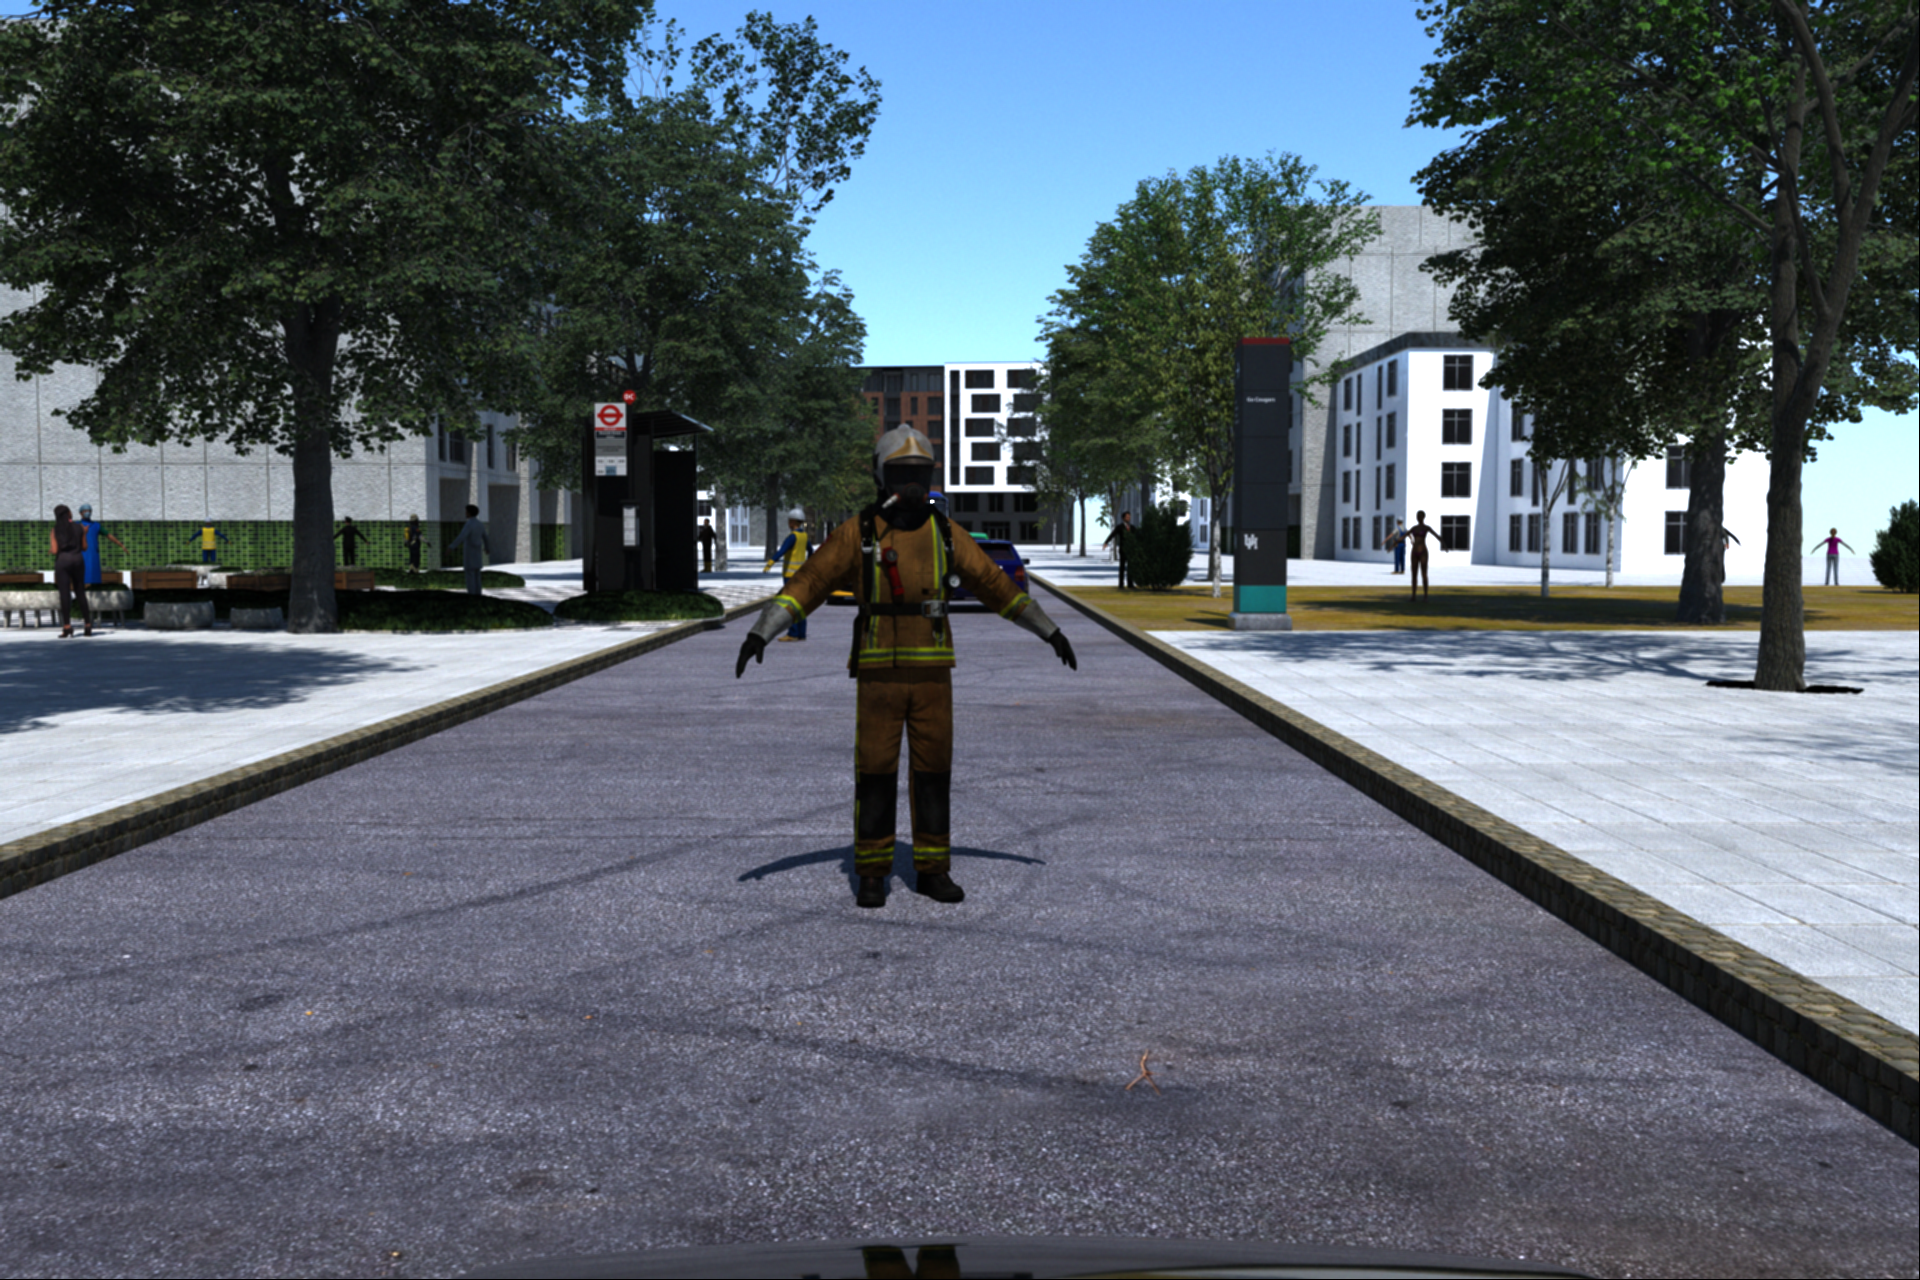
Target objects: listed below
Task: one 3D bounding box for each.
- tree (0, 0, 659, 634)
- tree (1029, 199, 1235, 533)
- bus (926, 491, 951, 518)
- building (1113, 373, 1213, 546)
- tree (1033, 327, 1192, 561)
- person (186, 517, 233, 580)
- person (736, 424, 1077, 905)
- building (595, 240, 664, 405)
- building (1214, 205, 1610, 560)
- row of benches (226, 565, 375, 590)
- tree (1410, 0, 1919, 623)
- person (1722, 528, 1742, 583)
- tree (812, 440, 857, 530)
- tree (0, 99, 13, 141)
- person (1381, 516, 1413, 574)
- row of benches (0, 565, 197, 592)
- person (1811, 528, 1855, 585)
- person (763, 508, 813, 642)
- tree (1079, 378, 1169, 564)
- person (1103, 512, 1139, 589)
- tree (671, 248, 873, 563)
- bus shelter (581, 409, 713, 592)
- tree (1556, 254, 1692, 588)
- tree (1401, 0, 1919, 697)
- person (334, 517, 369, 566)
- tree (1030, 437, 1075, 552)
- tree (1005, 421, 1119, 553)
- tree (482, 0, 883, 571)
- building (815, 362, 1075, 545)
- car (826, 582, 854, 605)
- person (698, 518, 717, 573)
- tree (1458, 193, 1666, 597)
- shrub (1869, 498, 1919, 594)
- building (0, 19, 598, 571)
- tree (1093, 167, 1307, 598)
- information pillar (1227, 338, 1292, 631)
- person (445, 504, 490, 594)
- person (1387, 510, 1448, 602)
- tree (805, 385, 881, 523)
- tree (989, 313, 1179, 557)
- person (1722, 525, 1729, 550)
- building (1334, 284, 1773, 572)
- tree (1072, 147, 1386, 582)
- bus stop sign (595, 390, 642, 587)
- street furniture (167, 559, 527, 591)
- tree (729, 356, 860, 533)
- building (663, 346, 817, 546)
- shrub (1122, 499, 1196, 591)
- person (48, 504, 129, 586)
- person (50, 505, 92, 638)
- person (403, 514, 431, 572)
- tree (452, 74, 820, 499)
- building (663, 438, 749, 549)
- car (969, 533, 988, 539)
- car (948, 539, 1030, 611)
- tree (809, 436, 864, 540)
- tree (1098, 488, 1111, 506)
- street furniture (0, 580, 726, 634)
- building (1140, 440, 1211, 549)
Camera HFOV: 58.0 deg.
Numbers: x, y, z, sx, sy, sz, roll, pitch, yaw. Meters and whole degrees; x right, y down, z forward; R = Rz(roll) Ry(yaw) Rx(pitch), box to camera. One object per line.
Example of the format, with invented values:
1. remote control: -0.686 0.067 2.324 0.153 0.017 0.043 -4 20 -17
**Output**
1. tree: -8.551 -7.069 22.231 9.857 13.997 8.962 0 3 0
2. tree: 5.968 -8.645 59.476 7.486 12.596 7.792 0 3 0
3. bus: -1.914 -6.838 103.356 2.896 3.916 12.251 0 4 0
4. building: 25.998 -19.436 184.241 16.747 18.905 31.486 0 4 0
5. tree: 7.469 -9.577 82.337 9.928 11.665 9.643 0 3 0
6. person: -21.212 -2.597 48.932 1.216 1.772 0.721 -1 4 -21
7. person: -0.212 0.091 6.744 1.354 1.858 0.705 -1 4 -16
8. building: -28.177 -16.505 100.782 19.493 23.208 18.063 0 3 0
9. building: 25.518 -14.400 101.898 16.747 18.905 31.486 0 3 0
10. row of benches: -12.419 -1.071 32.969 1.422 0.672 4.104 1 4 12
11. tree: 10.839 -7.242 25.064 9.857 13.997 8.962 0 3 0
12. person: 19.966 -2.382 45.670 1.216 1.740 0.721 1 4 15
13. tree: -8.562 -10.458 121.357 4.360 8.622 3.978 0 3 0
14. tree: -9.011 -6.263 9.060 9.857 13.997 8.962 0 3 0
15. person: 14.071 -3.037 55.504 1.347 1.847 0.705 -2 4 -29
16. row of benches: -16.926 -1.123 33.827 1.422 0.672 4.104 3 5 44
17. person: 21.821 -2.082 43.304 0.991 1.433 0.599 2 4 28
18. person: -2.280 -0.875 23.225 0.721 1.772 1.216 2 4 24
19. tree: 6.655 -7.530 73.472 4.737 8.622 4.395 0 3 0
20. person: 3.912 -2.104 40.586 1.347 1.806 0.705 -2 4 -24
21. tree: -8.601 -10.466 77.769 9.857 13.997 8.962 0 3 0
22. bus shelter: -6.327 -2.716 35.694 1.731 3.624 6.357 0 4 -1
23. tree: 15.363 -5.566 41.359 4.360 8.622 3.978 0 3 0
24. tree: 6.944 -5.393 13.935 9.928 11.665 9.643 0 3 0
25. person: -19.356 -2.990 54.827 1.347 1.837 0.705 -3 5 -40
26. tree: 6.733 -10.554 122.922 4.737 8.622 4.395 0 3 0
27. tree: 7.142 -10.980 113.942 8.767 10.594 7.601 0 4 -1
28. tree: -9.590 -12.490 60.109 12.611 20.169 13.585 0 3 0
29. building: -2.299 -22.798 219.185 32.646 21.610 27.936 0 4 7
30. car: -1.874 -1.592 36.251 2.015 1.641 3.980 0 4 0
31. person: -8.479 -3.165 57.885 0.704 1.812 1.346 -3 5 -41
32. tree: 11.888 -5.208 35.516 4.360 8.622 3.978 0 3 0
33. shrub: 20.542 -2.040 37.395 1.661 2.075 1.752 0 3 0
34. building: -27.258 -12.796 75.676 16.747 18.905 31.486 0 4 -1
35. tree: 4.998 -5.142 34.433 4.737 8.622 4.395 0 3 0
36. information pillar: 4.024 -2.067 23.177 0.750 3.857 0.750 0 4 1
37. person: -8.711 -1.509 30.858 0.705 1.806 1.347 1 4 16
38. person: 8.681 -1.592 32.825 1.217 1.733 0.721 3 5 40
39. tree: -8.935 -12.913 129.258 7.486 12.596 7.792 0 3 0
40. tree: 6.765 -11.290 94.961 12.009 13.543 11.850 0 3 0
41. person: 18.263 -2.183 41.971 0.705 1.796 1.348 -1 4 -10
42. building: 23.112 -7.964 72.355 9.099 9.664 28.070 0 3 0
43. tree: 7.036 -7.379 46.395 9.928 11.665 9.643 0 3 0
44. bus stop sign: -6.339 -2.659 32.179 0.855 3.939 0.416 0 4 1
45. street furniture: -15.307 -1.626 42.208 5.734 0.657 10.072 -3 5 -44
46. tree: -9.101 -9.619 91.679 8.767 10.594 7.601 2 4 34
47. building: -25.536 -21.833 187.896 19.493 23.208 18.063 0 4 -1
48. shrub: 4.453 -2.131 38.877 1.661 2.075 1.752 0 3 0
49. person: -15.704 -1.533 31.186 1.347 1.817 0.704 -3 5 -42
50. person: -11.056 -0.857 21.517 0.415 1.643 0.593 0 4 -1
51. person: -15.637 -2.688 49.722 1.354 1.856 0.705 3 5 42
52. tree: -8.646 -8.620 47.588 9.857 13.997 8.962 0 3 0
53. building: -24.491 -13.619 164.811 9.099 9.664 28.070 0 4 1
54. car: 0.118 -2.371 47.567 1.959 1.807 4.718 0 4 0
55. car: 0.378 -1.243 32.897 1.945 1.354 3.894 0 4 -1
56. tree: -8.566 -9.899 112.210 4.737 8.622 4.395 0 3 0
57. tree: 21.782 -18.573 214.035 12.009 13.543 11.850 0 3 0
58. street furniture: -8.736 -0.596 25.365 10.072 0.657 5.734 0 4 7
59. building: 21.768 -12.921 153.407 9.099 9.664 28.070 0 4 0
